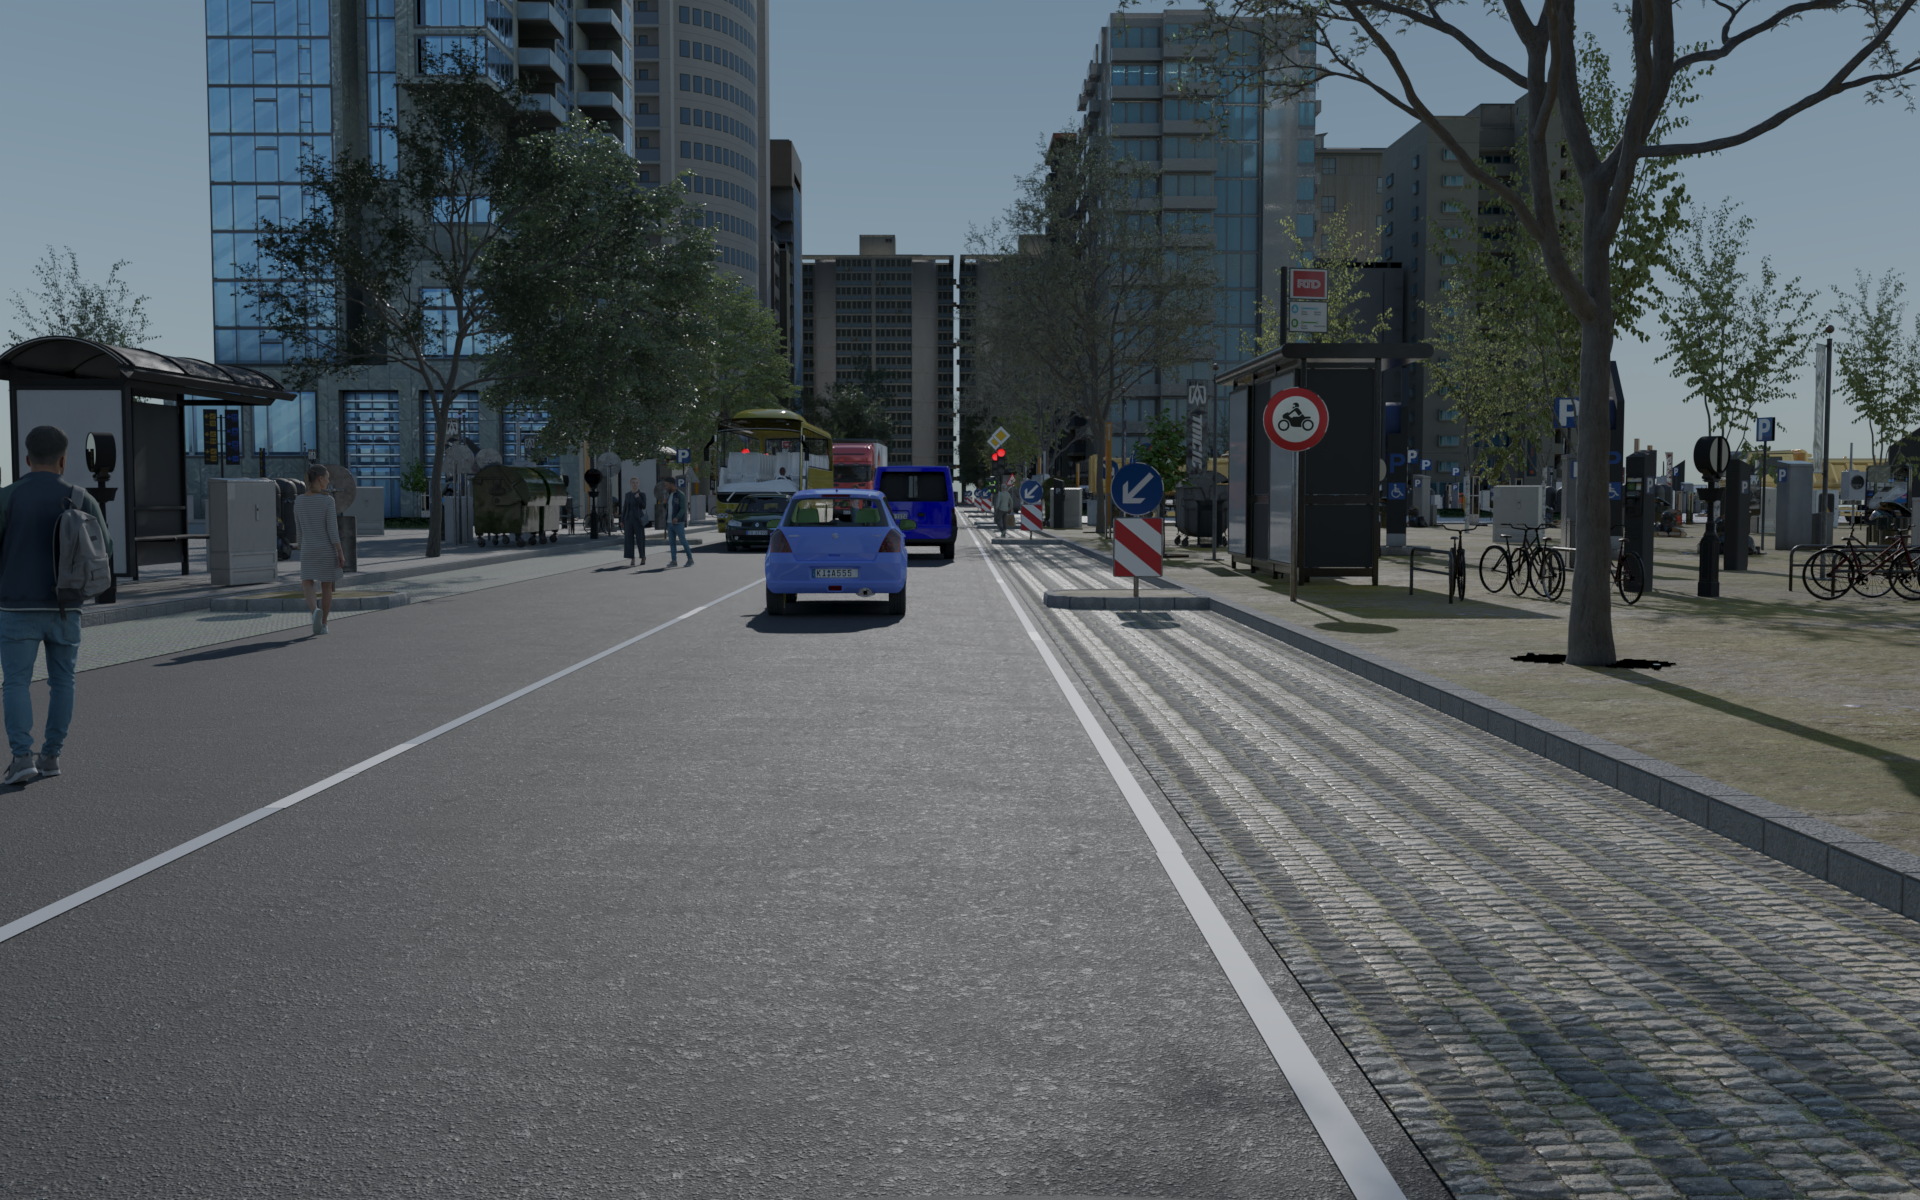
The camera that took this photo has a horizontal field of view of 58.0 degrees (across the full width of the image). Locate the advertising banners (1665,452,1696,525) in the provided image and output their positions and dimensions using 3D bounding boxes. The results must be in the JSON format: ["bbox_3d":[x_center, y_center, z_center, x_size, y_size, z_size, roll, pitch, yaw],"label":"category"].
[{"bbox_3d":[30.089,-4.663,72.423,2.074,3.025,0.090,-2,4,-32],"label":"advertising banners"}]

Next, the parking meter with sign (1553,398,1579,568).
[{"bbox_3d":[10.858,-2.098,30.560,0.543,3.016,1.738,1,4,11],"label":"parking meter with sign"}]

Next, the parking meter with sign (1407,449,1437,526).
[{"bbox_3d":[18.255,-4.411,68.374,0.543,3.016,1.738,3,5,43],"label":"parking meter with sign"}]

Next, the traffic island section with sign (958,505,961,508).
[{"bbox_3d":[0.878,-10.616,182.205,1.989,1.847,2.006,0,4,0],"label":"traffic island section with sign"}]

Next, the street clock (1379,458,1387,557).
[{"bbox_3d":[8.412,-1.867,35.093,0.471,2.002,0.358,-3,5,-42],"label":"street clock"}]

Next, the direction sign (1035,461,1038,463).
[{"bbox_3d":[5.273,-7.828,119.989,0.379,3.537,0.876,1,4,19],"label":"direction sign"}]

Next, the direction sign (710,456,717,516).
[{"bbox_3d":[-14.309,-6.759,102.503,0.876,3.537,0.379,-1,4,-12],"label":"direction sign"}]

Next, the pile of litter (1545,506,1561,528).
[{"bbox_3d":[22.526,-3.158,65.595,1.176,0.858,1.719,3,4,36],"label":"pile of litter"}]

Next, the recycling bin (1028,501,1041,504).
[{"bbox_3d":[3.757,-4.492,86.001,0.722,1.027,0.722,0,4,-4],"label":"recycling bin"}]

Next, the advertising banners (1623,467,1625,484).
[{"bbox_3d":[43.336,-7.053,111.498,2.074,3.025,0.090,1,4,14],"label":"advertising banners"}]

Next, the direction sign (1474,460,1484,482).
[{"bbox_3d":[34.926,-7.621,116.598,0.876,3.537,0.379,-2,4,-33],"label":"direction sign"}]

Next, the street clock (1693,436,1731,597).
[{"bbox_3d":[9.361,-1.042,21.604,0.471,2.002,0.358,-3,4,-36],"label":"street clock"}]

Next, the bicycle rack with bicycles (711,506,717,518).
[{"bbox_3d":[-11.782,-4.801,91.877,2.925,0.926,2.852,0,4,0],"label":"bicycle rack with bicycles"}]

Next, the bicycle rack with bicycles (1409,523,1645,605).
[{"bbox_3d":[6.749,-0.482,21.256,2.852,0.926,2.925,0,4,1],"label":"bicycle rack with bicycles"}]

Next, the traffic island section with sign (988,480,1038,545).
[{"bbox_3d":[1.895,-2.500,49.508,1.989,1.847,2.006,0,4,0],"label":"traffic island section with sign"}]

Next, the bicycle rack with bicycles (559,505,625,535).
[{"bbox_3d":[-11.719,-2.560,55.238,2.852,0.926,2.925,-2,4,-25],"label":"bicycle rack with bicycles"}]

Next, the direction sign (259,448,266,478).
[{"bbox_3d":[-34.142,-5.679,84.841,0.379,3.537,0.876,0,4,-6],"label":"direction sign"}]

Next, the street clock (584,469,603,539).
[{"bbox_3d":[-10.433,-2.738,49.335,0.471,2.002,0.358,0,4,4],"label":"street clock"}]

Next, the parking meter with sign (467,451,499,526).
[{"bbox_3d":[-19.602,-4.518,70.134,1.738,3.016,0.543,-2,4,-31],"label":"parking meter with sign"}]

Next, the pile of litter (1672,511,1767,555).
[{"bbox_3d":[16.262,-1.405,36.935,1.719,0.858,1.176,2,4,31],"label":"pile of litter"}]

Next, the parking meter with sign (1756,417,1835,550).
[{"bbox_3d":[19.092,-2.647,39.545,1.738,3.016,0.543,-1,4,-12],"label":"parking meter with sign"}]

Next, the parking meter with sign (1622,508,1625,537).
[{"bbox_3d":[19.053,-3.414,52.081,1.738,3.016,0.543,1,4,15],"label":"parking meter with sign"}]

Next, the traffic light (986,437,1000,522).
[{"bbox_3d":[1.613,-5.546,79.606,0.839,4.253,0.868,0,4,0],"label":"traffic light"}]

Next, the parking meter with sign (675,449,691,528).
[{"bbox_3d":[-10.650,-4.279,66.222,0.543,3.016,1.738,0,4,-3],"label":"parking meter with sign"}]

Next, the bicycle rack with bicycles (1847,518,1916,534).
[{"bbox_3d":[33.413,-2.952,61.654,2.852,0.926,2.925,3,5,39],"label":"bicycle rack with bicycles"}]

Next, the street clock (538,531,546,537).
[{"bbox_3d":[-12.417,-2.864,51.398,0.358,2.002,0.471,-1,4,-23],"label":"street clock"}]

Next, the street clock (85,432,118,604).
[{"bbox_3d":[-10.056,-0.963,20.316,0.358,2.002,0.471,-3,5,-40],"label":"street clock"}]

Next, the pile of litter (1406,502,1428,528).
[{"bbox_3d":[17.302,-3.230,66.780,1.719,0.858,1.176,0,4,-6],"label":"pile of litter"}]

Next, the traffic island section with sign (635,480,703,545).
[{"bbox_3d":[-8.335,-2.463,48.891,1.989,1.847,2.006,0,4,0],"label":"traffic island section with sign"}]

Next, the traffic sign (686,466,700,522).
[{"bbox_3d":[-12.354,-4.855,79.377,0.884,2.594,0.081,1,4,8],"label":"traffic sign"}]

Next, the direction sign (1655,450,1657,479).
[{"bbox_3d":[35.393,-5.930,88.947,0.876,3.537,0.379,-1,4,-19],"label":"direction sign"}]

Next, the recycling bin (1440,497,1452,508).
[{"bbox_3d":[42.252,-8.438,150.523,0.722,1.027,0.722,-3,4,-36],"label":"recycling bin"}]

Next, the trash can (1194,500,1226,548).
[{"bbox_3d":[5.969,-1.816,41.353,0.748,1.137,0.748,0,3,0],"label":"trash can"}]

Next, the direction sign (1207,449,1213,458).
[{"bbox_3d":[12.418,-5.787,86.620,0.876,3.537,0.379,1,4,18],"label":"direction sign"}]

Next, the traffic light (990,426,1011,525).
[{"bbox_3d":[1.674,-5.058,71.621,0.839,4.253,0.868,0,4,0],"label":"traffic light"}]

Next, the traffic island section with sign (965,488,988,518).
[{"bbox_3d":[1.466,-5.871,104.625,1.989,1.847,2.006,0,4,0],"label":"traffic island section with sign"}]

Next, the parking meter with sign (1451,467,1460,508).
[{"bbox_3d":[32.114,-7.102,112.378,0.543,3.016,1.738,1,4,19],"label":"parking meter with sign"}]

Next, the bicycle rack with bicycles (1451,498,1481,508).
[{"bbox_3d":[42.625,-8.238,148.070,2.852,0.926,2.925,3,4,38],"label":"bicycle rack with bicycles"}]

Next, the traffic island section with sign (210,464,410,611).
[{"bbox_3d":[-8.113,-0.814,21.936,1.989,1.847,2.006,0,4,0],"label":"traffic island section with sign"}]

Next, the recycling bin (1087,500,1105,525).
[{"bbox_3d":[5.702,-3.575,71.010,0.722,1.027,0.722,-3,5,-45],"label":"recycling bin"}]

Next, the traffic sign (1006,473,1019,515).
[{"bbox_3d":[3.244,-6.562,107.298,0.884,2.594,0.081,0,4,2],"label":"traffic sign"}]

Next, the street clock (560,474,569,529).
[{"bbox_3d":[-14.593,-3.627,63.877,0.358,2.002,0.471,-2,4,-30],"label":"street clock"}]

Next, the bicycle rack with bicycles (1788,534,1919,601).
[{"bbox_3d":[11.802,-0.506,21.653,2.925,0.926,2.852,1,4,11],"label":"bicycle rack with bicycles"}]

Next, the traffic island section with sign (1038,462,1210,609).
[{"bbox_3d":[2.092,-0.836,22.296,1.989,1.847,2.006,0,4,0],"label":"traffic island section with sign"}]

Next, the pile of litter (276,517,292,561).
[{"bbox_3d":[-13.521,-1.189,33.401,1.176,0.858,1.719,0,4,7],"label":"pile of litter"}]

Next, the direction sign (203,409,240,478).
[{"bbox_3d":[-19.723,-3.322,46.316,0.876,3.537,0.379,-1,4,-22],"label":"direction sign"}]

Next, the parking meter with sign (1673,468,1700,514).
[{"bbox_3d":[47.938,-7.210,114.151,1.738,3.016,0.543,-1,4,-12],"label":"parking meter with sign"}]

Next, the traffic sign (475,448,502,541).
[{"bbox_3d":[-12.923,-2.896,47.460,0.768,2.556,0.104,0,4,5],"label":"traffic sign"}]

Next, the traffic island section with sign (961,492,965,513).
[{"bbox_3d":[1.262,-7.560,132.238,1.989,1.847,2.006,0,4,0],"label":"traffic island section with sign"}]

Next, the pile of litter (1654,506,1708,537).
[{"bbox_3d":[21.011,-2.286,51.342,1.176,0.858,1.719,-3,5,-40],"label":"pile of litter"}]
